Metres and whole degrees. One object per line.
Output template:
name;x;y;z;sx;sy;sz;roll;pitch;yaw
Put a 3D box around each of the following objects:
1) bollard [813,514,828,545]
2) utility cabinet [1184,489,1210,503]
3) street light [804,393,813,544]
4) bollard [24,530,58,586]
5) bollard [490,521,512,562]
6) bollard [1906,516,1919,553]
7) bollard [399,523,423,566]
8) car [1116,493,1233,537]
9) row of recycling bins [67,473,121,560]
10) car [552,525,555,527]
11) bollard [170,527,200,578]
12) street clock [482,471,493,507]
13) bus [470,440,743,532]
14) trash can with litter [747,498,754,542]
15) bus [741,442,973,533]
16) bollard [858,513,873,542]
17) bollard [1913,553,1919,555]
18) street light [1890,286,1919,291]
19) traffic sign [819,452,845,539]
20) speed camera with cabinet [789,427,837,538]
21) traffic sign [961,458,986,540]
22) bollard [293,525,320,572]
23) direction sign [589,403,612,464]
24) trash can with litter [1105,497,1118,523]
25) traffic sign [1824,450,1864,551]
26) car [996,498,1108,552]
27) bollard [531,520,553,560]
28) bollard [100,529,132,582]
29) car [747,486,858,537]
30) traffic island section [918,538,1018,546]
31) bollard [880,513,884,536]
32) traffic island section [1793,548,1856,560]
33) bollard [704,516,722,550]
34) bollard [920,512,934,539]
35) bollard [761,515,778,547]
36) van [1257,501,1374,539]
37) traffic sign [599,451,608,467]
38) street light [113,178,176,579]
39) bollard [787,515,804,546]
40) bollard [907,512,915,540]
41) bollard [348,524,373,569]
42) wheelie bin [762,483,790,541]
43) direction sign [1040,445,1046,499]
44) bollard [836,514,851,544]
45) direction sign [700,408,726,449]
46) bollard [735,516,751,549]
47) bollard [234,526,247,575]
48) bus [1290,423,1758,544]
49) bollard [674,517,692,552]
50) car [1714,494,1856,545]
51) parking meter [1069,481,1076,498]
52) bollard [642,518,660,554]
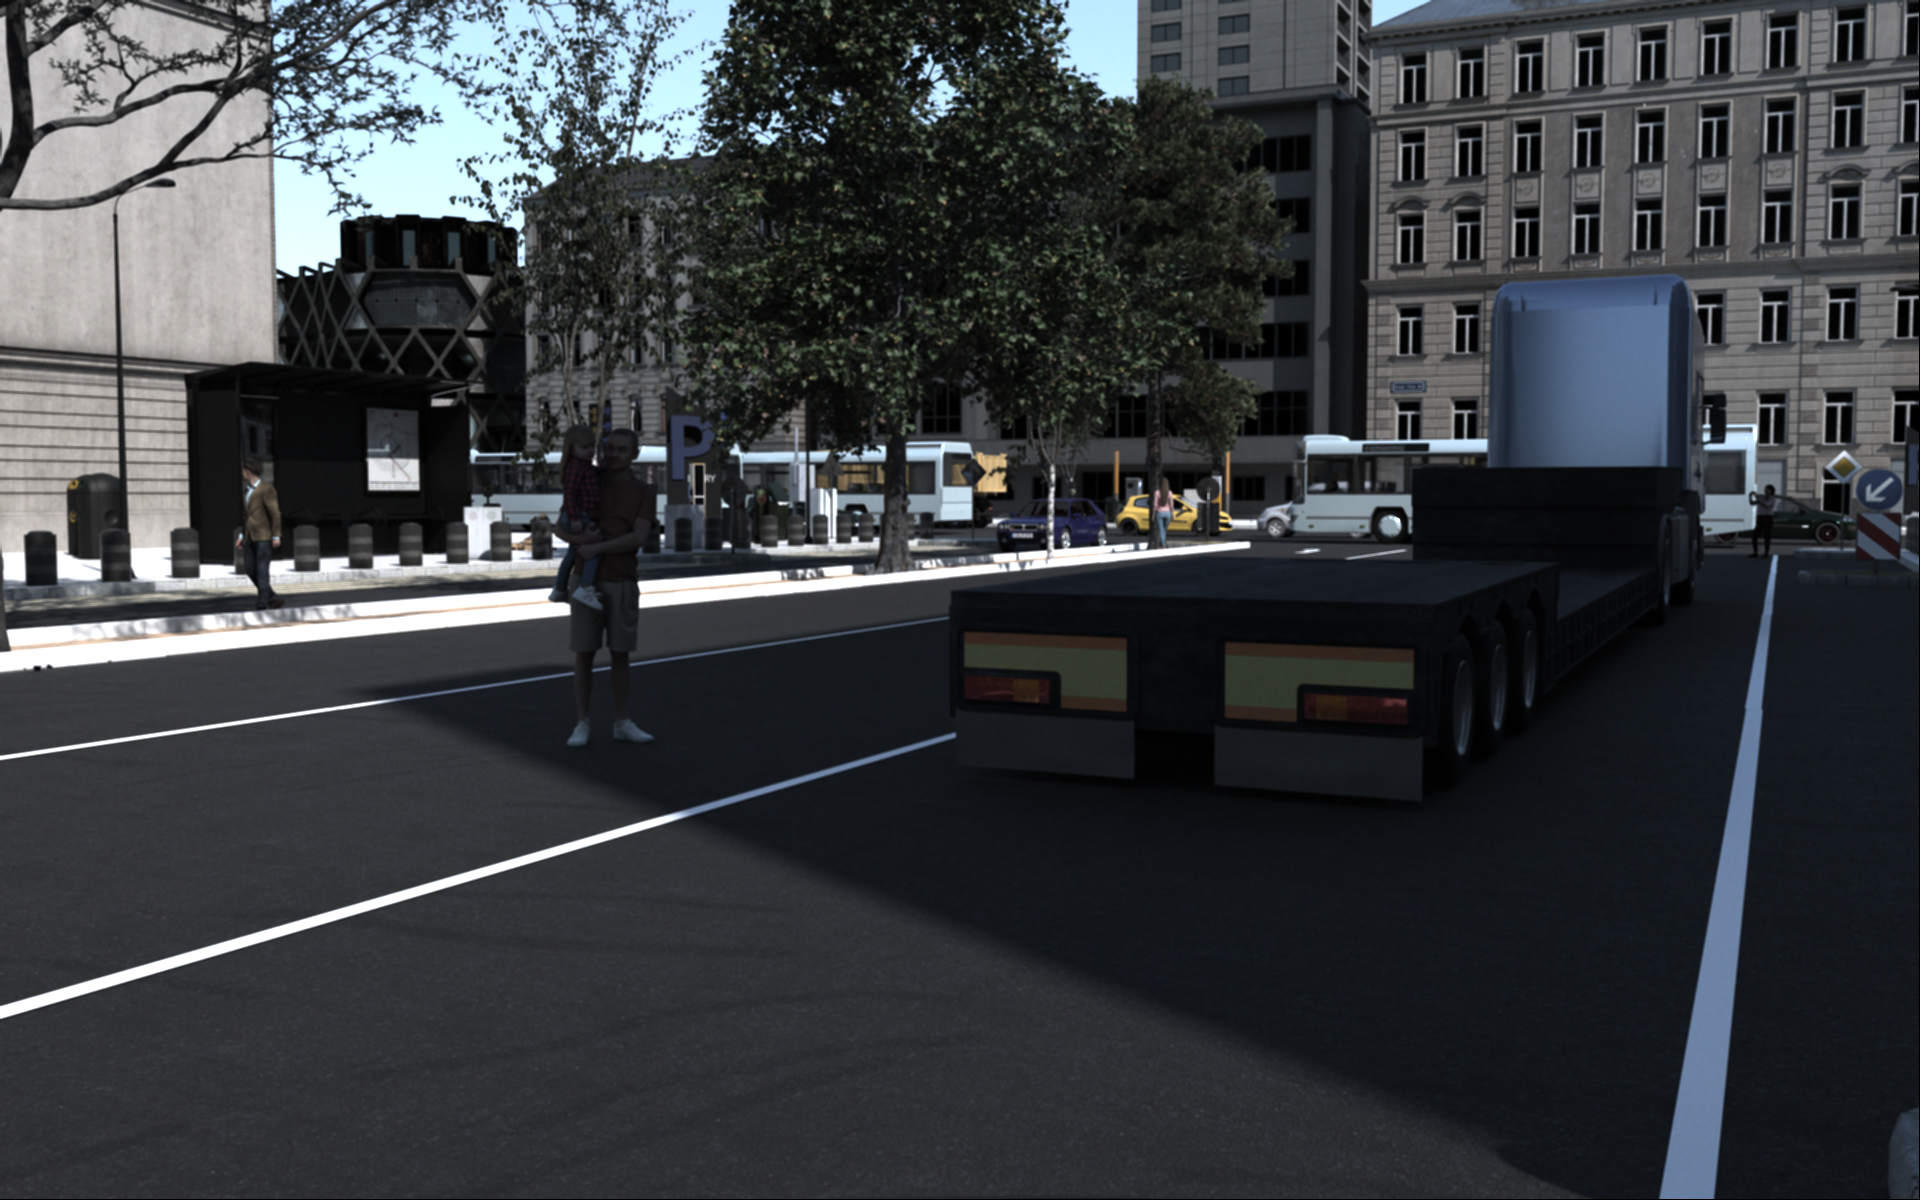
bollard;-3.541;-1.788;43.954;0.404;0.777;0.398;0;3;0
utility cabinet;10.941;-4.362;79.998;1.173;1.500;0.318;1;4;18
street light;-3.409;-4.373;44.045;1.470;5.913;1.316;2;4;25
bollard;-12.898;-0.586;24.306;0.404;0.777;0.398;0;3;0
bollard;-8.752;-1.119;33.019;0.404;0.777;0.398;0;3;0
bollard;21.803;-1.515;39.492;0.404;0.777;0.398;0;3;0
bollard;-9.785;-0.987;30.847;0.404;0.777;0.398;0;3;0
car;7.371;-3.008;59.398;3.980;1.641;2.015;2;4;24
row of recycling bins;-17.619;-1.732;35.433;1.069;1.692;3.534;-2;4;-31
car;-16.814;-3.859;74.893;4.920;1.459;2.131;2;4;27
bollard;-11.853;-0.720;26.493;0.404;0.777;0.398;0;3;0
street clock;-14.993;-3.086;55.024;0.358;2.002;0.471;-1;4;-17
bus;-14.483;-4.289;64.991;13.247;3.499;2.948;2;4;25
trash can with litter;-5.180;-2.103;45.778;0.624;1.170;1.055;-2;4;-34
bus;-5.951;-4.262;64.549;13.247;3.499;2.948;2;4;27
bollard;-2.508;-1.922;46.138;0.404;0.777;0.398;0;3;0
bollard;21.285;-1.449;38.407;0.404;0.777;0.398;0;3;0
street light;21.387;-4.036;38.538;1.470;5.913;1.316;2;4;25
traffic sign;-3.681;-3.034;49.601;0.884;2.594;0.081;2;4;31
speed camera with cabinet;-4.324;-3.458;50.870;0.660;3.252;2.038;-2;4;-32
traffic sign;0.368;-2.748;48.569;0.795;2.450;0.064;2;4;25
bollard;-10.816;-0.854;28.674;0.404;0.777;0.398;0;3;0
direction sign;-8.968;-3.135;43.256;0.876;3.537;0.379;3;5;41
trash can with litter;6.816;-3.946;75.909;0.624;1.170;1.055;-2;4;-30
traffic sign;20.000;-2.177;39.238;0.795;2.450;0.064;2;4;25
car;2.350;-1.907;43.758;1.945;1.354;3.894;2;4;26
bollard;-8.231;-1.186;34.110;0.404;0.777;0.398;0;3;0
bollard;-12.377;-0.653;25.389;0.404;0.777;0.398;0;3;0
car;-5.022;-2.745;54.666;4.222;1.686;2.009;2;4;24
traffic island section;0.344;-1.612;48.641;2.009;0.180;2.903;2;4;25
bollard;-1.989;-1.988;47.228;0.404;0.777;0.398;0;3;0
traffic island section;20.025;-1.041;39.304;2.009;0.180;2.903;2;4;25
bollard;-5.635;-1.520;39.561;0.404;0.777;0.398;0;3;0
bollard;-0.950;-2.121;49.402;0.404;0.777;0.398;0;3;0
bollard;-4.595;-1.653;41.747;0.404;0.777;0.398;0;3;0
van;11.832;-3.049;56.857;4.112;2.044;2.013;2;4;25
traffic sign;-7.626;-2.331;38.110;0.884;2.594;0.081;2;4;26
street light;-12.160;-3.260;25.844;1.470;5.913;1.316;2;4;25
bollard;-4.066;-1.721;42.858;0.404;0.777;0.398;0;3;0
bollard;-1.469;-2.055;48.318;0.404;0.777;0.398;0;3;0
bollard;-10.299;-0.920;29.759;0.404;0.777;0.398;0;3;0
wheelie bin;-5.148;-2.426;47.581;0.693;1.594;0.980;2;4;28
direction sign;3.867;-5.428;80.752;0.379;3.537;0.876;-1;4;-16
bollard;-3.025;-1.855;45.042;0.404;0.777;0.398;0;3;0
direction sign;-6.544;-3.275;45.545;0.876;3.537;0.379;-1;4;-19
bollard;-5.113;-1.587;40.662;0.404;0.777;0.398;0;3;0
bollard;-11.339;-0.787;27.579;0.404;0.777;0.398;0;3;0
bus;15.305;-3.319;49.133;13.247;3.499;2.948;2;4;26
bollard;-6.155;-1.453;38.472;0.404;0.777;0.398;0;3;0
car;23.521;-2.443;49.732;4.222;1.686;2.009;2;4;24
parking meter;5.041;-4.405;77.725;0.255;1.863;0.399;-1;4;-9
bollard;-6.671;-1.386;37.384;0.404;0.777;0.398;0;3;0
